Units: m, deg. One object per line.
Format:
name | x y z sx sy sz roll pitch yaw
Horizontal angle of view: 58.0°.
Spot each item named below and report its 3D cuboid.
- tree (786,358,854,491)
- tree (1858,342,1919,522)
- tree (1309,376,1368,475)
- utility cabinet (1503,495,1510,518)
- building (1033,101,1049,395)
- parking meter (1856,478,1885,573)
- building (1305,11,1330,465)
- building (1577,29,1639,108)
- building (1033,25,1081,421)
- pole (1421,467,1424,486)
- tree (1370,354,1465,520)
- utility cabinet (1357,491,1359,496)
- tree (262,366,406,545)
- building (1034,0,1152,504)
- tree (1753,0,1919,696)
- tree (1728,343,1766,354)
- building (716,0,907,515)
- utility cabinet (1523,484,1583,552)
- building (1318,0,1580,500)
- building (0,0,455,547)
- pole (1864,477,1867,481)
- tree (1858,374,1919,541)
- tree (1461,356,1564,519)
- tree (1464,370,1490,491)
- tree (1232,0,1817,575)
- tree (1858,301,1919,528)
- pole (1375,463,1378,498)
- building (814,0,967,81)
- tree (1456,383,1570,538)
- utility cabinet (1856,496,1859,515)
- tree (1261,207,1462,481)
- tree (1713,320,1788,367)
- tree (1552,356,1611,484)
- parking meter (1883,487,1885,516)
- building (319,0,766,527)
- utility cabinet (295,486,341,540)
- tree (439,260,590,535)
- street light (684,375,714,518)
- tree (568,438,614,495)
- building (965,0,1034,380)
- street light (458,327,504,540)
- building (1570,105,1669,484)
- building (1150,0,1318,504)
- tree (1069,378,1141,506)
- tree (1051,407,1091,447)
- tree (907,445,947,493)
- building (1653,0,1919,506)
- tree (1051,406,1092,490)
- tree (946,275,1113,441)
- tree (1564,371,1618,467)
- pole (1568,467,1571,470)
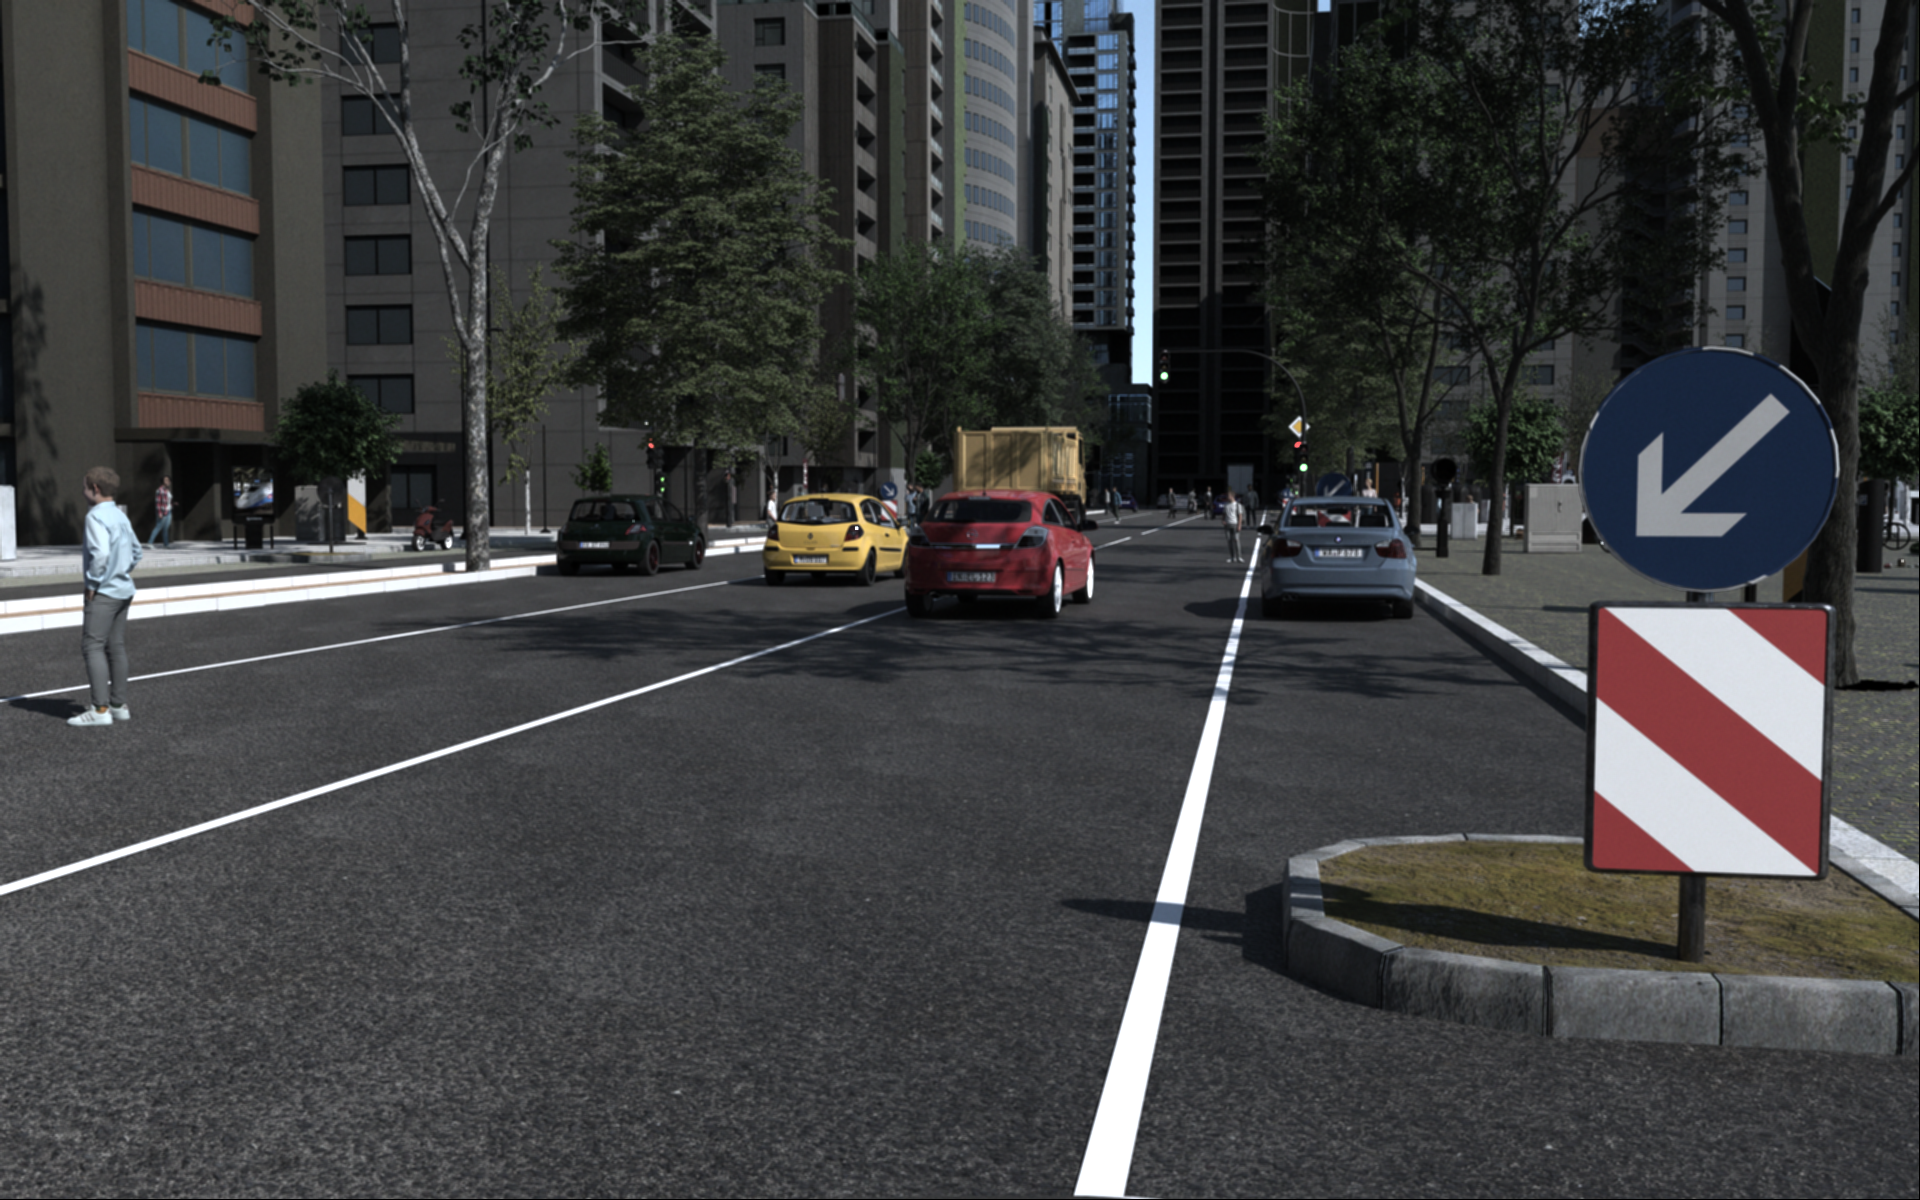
tree | -7.418 -8.641 91.636 4.737 8.622 4.395 0 3 0
tree | 44.161 -7.990 80.993 4.737 8.622 4.395 0 3 0
tree | 22.067 -9.236 101.374 4.737 8.622 4.395 0 3 0
utility cabinet | 29.023 -4.952 92.125 0.306 1.237 1.020 -3 5 -39
building | 1.149 -30.128 176.185 14.154 41.232 14.086 1 4 10
parking meter | 14.889 -1.218 28.328 0.372 1.533 0.369 0 3 0
building | 44.476 -33.238 167.135 21.300 48.544 21.600 1 4 10
building | 75.660 -41.603 222.208 28.212 58.520 21.231 1 4 10
building | -1.143 -37.567 203.466 27.495 52.752 28.713 1 4 10
pole | 34.632 -8.310 129.713 0.158 3.312 0.155 0 3 0
tree | 22.170 -8.301 86.077 4.360 8.622 3.978 0 3 0
utility cabinet | 29.430 -7.455 130.565 1.173 1.500 0.318 1 4 23
tree | -15.972 -3.689 44.031 4.285 4.588 4.351 0 3 0
building | 10.511 -56.293 233.062 31.000 86.520 22.319 1 4 10
tree | 5.647 -5.225 11.184 9.928 11.665 9.643 0 3 0
tree | 38.235 -8.222 84.800 4.737 8.622 4.395 0 3 0
building | -11.503 -20.315 103.851 14.160 30.474 14.107 1 4 10
utility cabinet | 12.853 -1.764 37.527 1.173 1.500 0.318 0 4 -1
building | 39.561 -43.271 145.727 20.563 71.187 20.611 1 4 10
building | -33.239 -24.162 49.670 28.867 44.769 22.147 1 4 10
pole | 56.050 -6.936 107.247 0.158 3.312 0.155 0 3 0
tree | 25.512 -3.897 47.426 4.285 4.588 4.351 0 3 0
tree | 27.787 -8.429 88.182 4.737 8.622 4.395 0 3 0
tree | 29.267 -9.257 101.707 4.360 8.622 3.978 0 3 0
tree | 8.315 -5.653 26.835 8.767 10.594 7.601 1 4 16
tree | 35.555 -7.020 65.141 4.360 8.622 3.978 0 3 0
pole | 27.299 -7.320 113.531 0.158 3.312 0.155 0 3 0
building | -7.595 -27.011 125.231 14.154 41.232 14.086 1 4 10
tree | 16.337 -4.137 51.361 4.285 4.588 4.351 0 3 0
utility cabinet | 48.260 -5.144 92.788 0.318 1.500 1.173 -1 4 -16
tree | 15.698 -9.143 67.621 7.486 12.596 7.792 0 3 0
tree | 33.728 -7.587 74.411 4.360 8.622 3.978 0 3 0
tree | 33.425 -8.685 92.365 4.360 8.622 3.978 0 3 0
parking meter | 52.943 -5.740 99.565 0.255 1.863 0.399 0 4 1
building | -19.906 -39.004 75.973 20.563 71.187 20.611 1 4 10
utility cabinet | -17.529 -2.361 47.284 1.173 1.500 0.318 0 4 8
tree | -13.750 -6.331 53.867 4.737 8.622 4.395 0 3 0
street light | -10.080 -5.769 66.860 1.470 5.913 1.316 1 4 10
tree | -12.241 -3.940 59.021 1.663 3.219 1.824 0 3 0
building | -5.716 -37.519 155.437 21.231 58.520 28.212 1 4 10
street light | -13.377 -4.640 48.406 1.470 5.913 1.316 1 4 10
building | 71.066 -33.453 197.066 14.200 45.320 14.600 1 4 10
building | 36.360 -48.325 228.368 20.611 71.187 20.563 1 4 10
tree | 9.159 -11.624 126.917 8.767 10.594 7.601 1 4 10
tree | 6.773 -10.001 116.332 4.360 8.622 3.978 0 3 0
tree | -2.234 -7.991 114.363 4.285 4.588 4.351 0 3 0
building | 91.432 -39.639 190.093 28.212 58.520 21.231 1 4 10
tree | 7.409 -10.282 120.932 4.737 8.622 4.395 0 3 0
tree | 3.407 -11.243 96.650 12.009 13.543 11.850 0 3 0
tree | 37.479 -9.291 102.273 4.737 8.622 4.395 0 3 0
pole | 45.356 -8.269 129.044 0.158 3.312 0.155 0 3 0
